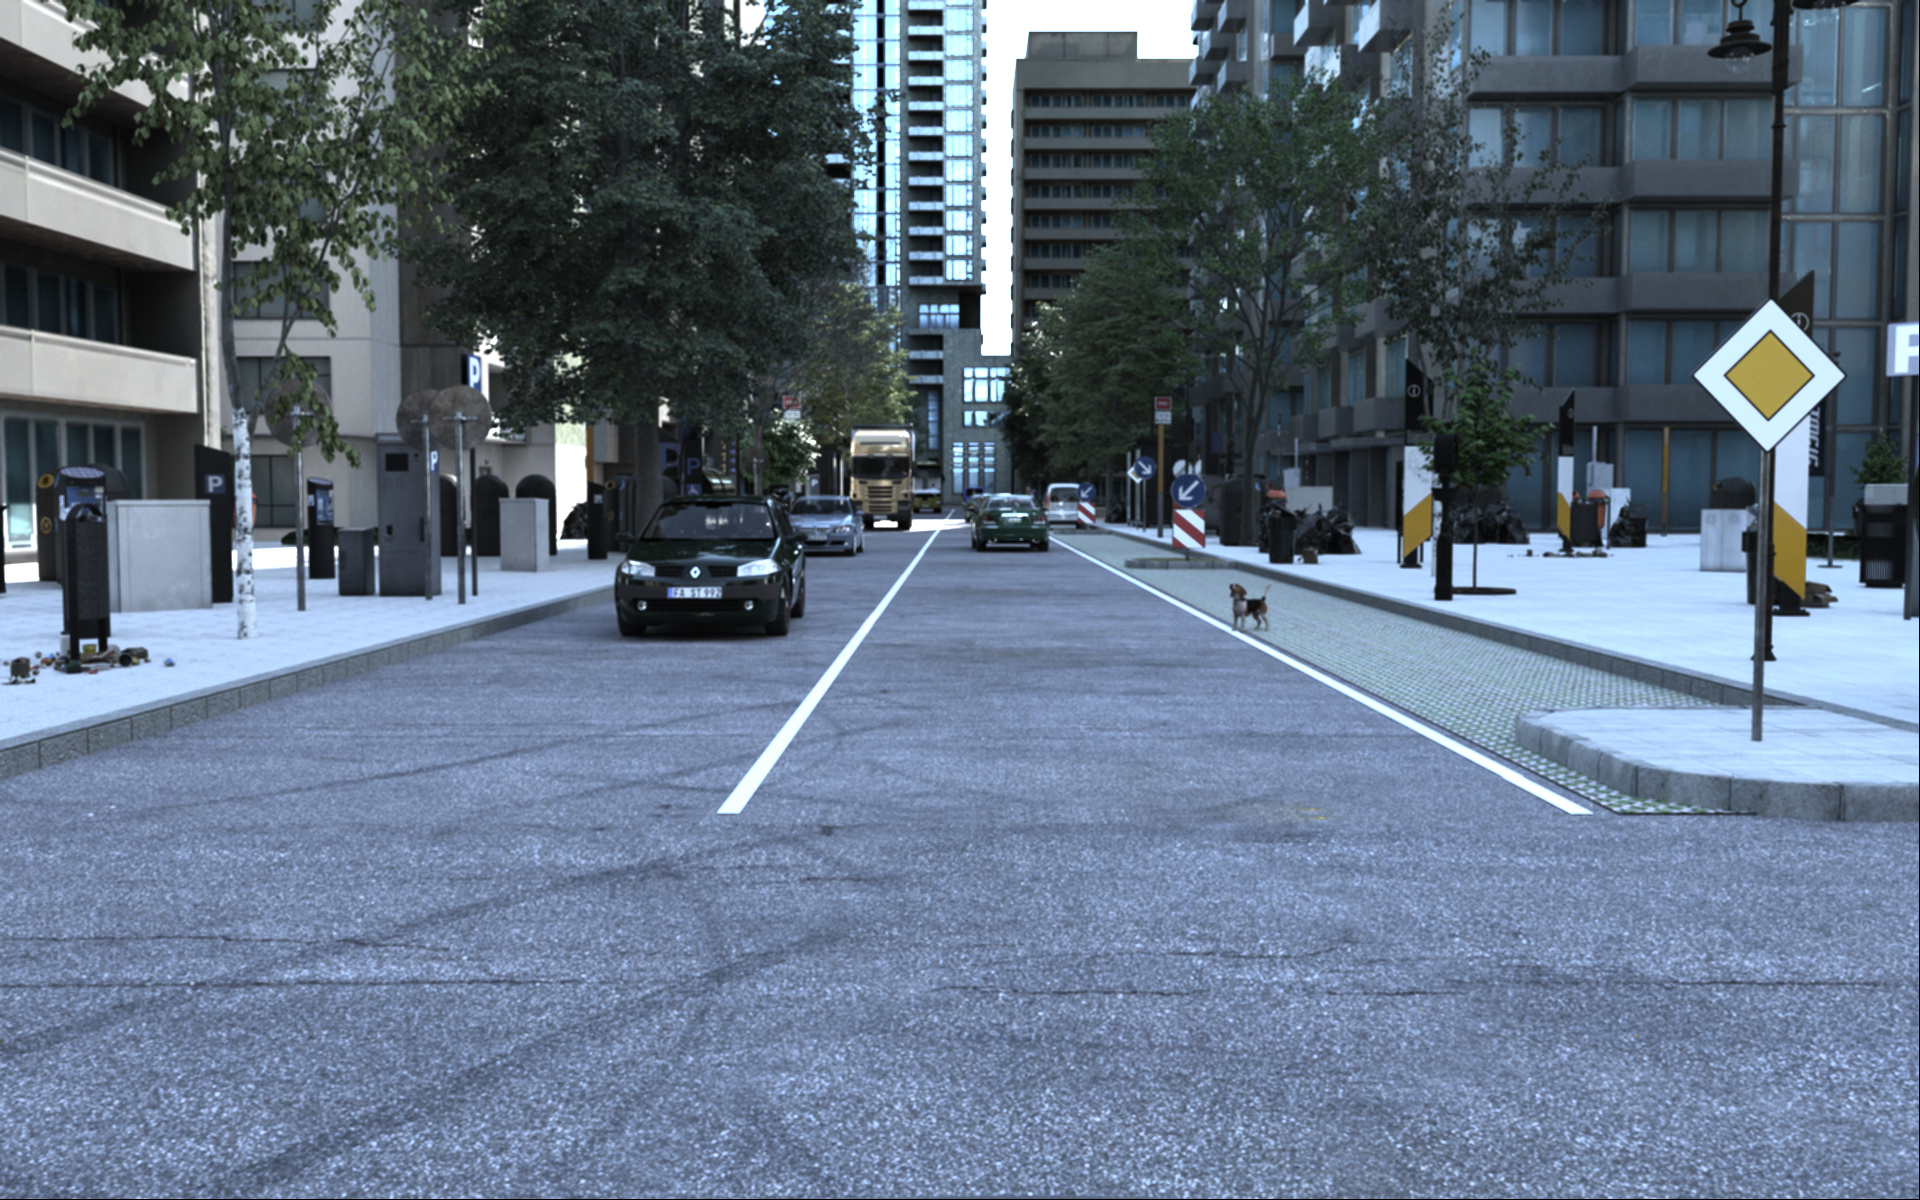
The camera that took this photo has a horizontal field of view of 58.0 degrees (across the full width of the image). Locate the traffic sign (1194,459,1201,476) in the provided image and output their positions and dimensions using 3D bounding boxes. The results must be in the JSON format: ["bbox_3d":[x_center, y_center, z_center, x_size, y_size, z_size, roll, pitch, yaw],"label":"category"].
[{"bbox_3d":[8.781,-3.801,62.255,0.768,2.556,0.104,0,4,1],"label":"traffic sign"}]

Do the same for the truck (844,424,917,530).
[{"bbox_3d":[-3.151,-5.056,71.584,2.839,4.237,11.283,0,4,-1],"label":"truck"}]

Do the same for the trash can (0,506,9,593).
[{"bbox_3d":[-12.108,-0.591,21.320,0.748,1.137,0.748,0,3,0],"label":"trash can"}]

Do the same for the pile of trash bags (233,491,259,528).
[{"bbox_3d":[-18.097,-1.864,40.237,3.447,1.369,1.912,-3,4,-38],"label":"pile of trash bags"}]

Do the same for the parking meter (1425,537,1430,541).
[{"bbox_3d":[12.621,-2.368,47.131,0.372,1.533,0.369,0,3,0],"label":"parking meter"}]

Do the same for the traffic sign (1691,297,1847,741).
[{"bbox_3d":[4.140,-0.324,8.943,0.795,2.450,0.064,0,4,0],"label":"traffic sign"}]

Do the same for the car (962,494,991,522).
[{"bbox_3d":[1.189,-4.740,89.290,2.131,1.459,4.920,0,4,-1],"label":"car"}]

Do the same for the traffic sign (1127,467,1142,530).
[{"bbox_3d":[6.329,-3.703,61.729,0.795,2.450,0.064,0,4,8],"label":"traffic sign"}]

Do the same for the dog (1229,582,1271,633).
[{"bbox_3d":[3.025,0.076,18.041,0.406,0.507,0.540,1,4,12],"label":"dog"}]

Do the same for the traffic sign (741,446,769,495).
[{"bbox_3d":[-5.484,-2.825,46.290,0.768,2.556,0.104,0,4,7],"label":"traffic sign"}]

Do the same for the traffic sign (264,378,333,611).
[{"bbox_3d":[-7.240,-1.154,18.967,0.768,2.556,0.104,0,4,4],"label":"traffic sign"}]

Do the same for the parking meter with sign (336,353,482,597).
[{"bbox_3d":[-6.949,-1.562,21.805,1.738,3.016,0.543,0,4,2],"label":"parking meter with sign"}]

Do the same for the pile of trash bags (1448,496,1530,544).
[{"bbox_3d":[14.316,-2.154,44.972,3.447,1.369,1.912,1,4,12],"label":"pile of trash bags"}]

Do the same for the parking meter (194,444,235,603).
[{"bbox_3d":[-8.784,-0.900,20.431,0.399,1.863,0.255,-2,4,-33],"label":"parking meter"}]

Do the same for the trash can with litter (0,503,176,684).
[{"bbox_3d":[-6.675,-0.100,12.696,1.678,1.210,2.233,0,4,-4],"label":"trash can with litter"}]

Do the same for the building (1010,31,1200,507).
[{"bbox_3d":[16.101,-34.375,185.731,21.600,48.544,21.300,0,4,0],"label":"building"}]

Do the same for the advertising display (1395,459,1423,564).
[{"bbox_3d":[8.387,-1.650,32.187,0.123,1.923,0.974,3,5,43],"label":"advertising display"}]

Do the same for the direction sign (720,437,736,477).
[{"bbox_3d":[-9.288,-4.738,69.464,0.876,3.537,0.379,3,5,40],"label":"direction sign"}]

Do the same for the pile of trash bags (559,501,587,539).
[{"bbox_3d":[-10.208,-2.496,50.564,1.912,1.369,3.447,1,4,14],"label":"pile of trash bags"}]

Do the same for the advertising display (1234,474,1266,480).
[{"bbox_3d":[9.610,-3.177,57.155,0.974,1.923,0.123,2,4,31],"label":"advertising display"}]

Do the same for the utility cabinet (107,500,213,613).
[{"bbox_3d":[-8.828,-0.486,19.109,0.306,1.237,1.020,3,5,43],"label":"utility cabinet"}]

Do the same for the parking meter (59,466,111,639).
[{"bbox_3d":[-7.807,-0.431,15.451,0.372,1.533,0.369,0,3,0],"label":"parking meter"}]

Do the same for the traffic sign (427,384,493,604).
[{"bbox_3d":[-5.815,-1.225,20.141,0.768,2.556,0.104,0,4,3],"label":"traffic sign"}]

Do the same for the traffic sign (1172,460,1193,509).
[{"bbox_3d":[8.244,-3.918,64.159,0.768,2.556,0.104,0,4,1],"label":"traffic sign"}]

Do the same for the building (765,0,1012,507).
[{"bbox_3d":[-10.201,-53.296,184.067,31.000,86.520,22.319,0,4,0],"label":"building"}]

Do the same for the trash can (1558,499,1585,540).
[{"bbox_3d":[17.203,-2.273,48.823,0.748,1.137,0.748,0,3,0],"label":"trash can"}]

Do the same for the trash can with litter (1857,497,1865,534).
[{"bbox_3d":[22.654,-2.003,43.801,1.678,1.210,2.233,-2,4,-30],"label":"trash can with litter"}]

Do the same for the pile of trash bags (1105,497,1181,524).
[{"bbox_3d":[8.065,-4.048,75.942,3.447,1.369,1.912,1,4,9],"label":"pile of trash bags"}]

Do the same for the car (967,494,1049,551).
[{"bbox_3d":[1.266,-2.013,44.709,2.131,1.459,4.920,0,4,-2],"label":"car"}]

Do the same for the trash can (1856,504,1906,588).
[{"bbox_3d":[12.699,-0.741,23.768,0.748,1.137,0.748,0,3,0],"label":"trash can"}]

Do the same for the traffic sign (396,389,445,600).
[{"bbox_3d":[-6.446,-1.275,20.947,0.768,2.556,0.104,0,4,5],"label":"traffic sign"}]

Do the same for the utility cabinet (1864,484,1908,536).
[{"bbox_3d":[20.508,-1.793,37.999,1.173,1.500,0.318,3,4,38],"label":"utility cabinet"}]

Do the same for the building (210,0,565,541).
[{"bbox_3d":[-19.842,-22.538,52.094,14.154,41.232,14.086,0,4,0],"label":"building"}]

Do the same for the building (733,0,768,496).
[{"bbox_3d":[-21.057,-28.699,119.335,14.600,45.320,14.200,0,4,0],"label":"building"}]

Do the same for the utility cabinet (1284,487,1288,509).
[{"bbox_3d":[10.986,-2.910,56.256,1.173,1.500,0.318,2,4,24],"label":"utility cabinet"}]

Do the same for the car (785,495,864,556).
[{"bbox_3d":[-3.258,-1.799,41.408,2.014,1.417,4.499,0,4,1],"label":"car"}]

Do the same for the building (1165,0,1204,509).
[{"bbox_3d":[26.598,-50.287,134.870,22.319,86.520,31.000,0,4,0],"label":"building"}]

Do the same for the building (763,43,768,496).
[{"bbox_3d":[-29.097,-29.719,140.527,28.867,44.769,22.147,0,4,0],"label":"building"}]

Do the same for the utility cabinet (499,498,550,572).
[{"bbox_3d":[-7.232,-1.077,28.774,1.020,1.237,0.306,3,5,41],"label":"utility cabinet"}]

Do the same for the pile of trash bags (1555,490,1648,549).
[{"bbox_3d":[15.550,-1.958,41.763,1.912,1.369,3.447,2,4,26],"label":"pile of trash bags"}]

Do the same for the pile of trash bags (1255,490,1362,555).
[{"bbox_3d":[7.404,-1.731,38.060,1.912,1.369,3.447,-1,4,-10],"label":"pile of trash bags"}]

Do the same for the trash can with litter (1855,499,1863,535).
[{"bbox_3d":[24.521,-2.199,47.342,0.624,1.170,1.055,0,4,-5],"label":"trash can with litter"}]

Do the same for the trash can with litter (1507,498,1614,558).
[{"bbox_3d":[12.358,-1.495,35.501,2.233,1.210,1.678,1,4,10],"label":"trash can with litter"}]

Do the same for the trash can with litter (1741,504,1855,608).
[{"bbox_3d":[9.565,-0.522,19.926,0.624,1.170,1.055,-2,4,-35],"label":"trash can with litter"}]

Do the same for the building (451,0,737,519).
[{"bbox_3d":[-21.467,-25.786,105.197,14.154,41.232,14.086,0,4,0],"label":"building"}]

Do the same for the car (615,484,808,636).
[{"bbox_3d":[-2.621,-0.548,18.750,2.009,1.686,4.222,0,4,-2],"label":"car"}]

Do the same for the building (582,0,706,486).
[{"bbox_3d":[-21.488,-19.537,91.127,14.160,30.474,14.107,0,4,0],"label":"building"}]

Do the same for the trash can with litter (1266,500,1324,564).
[{"bbox_3d":[6.196,-1.263,32.037,1.055,1.170,0.624,1,4,9],"label":"trash can with litter"}]

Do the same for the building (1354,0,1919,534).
[{"bbox_3d":[25.774,-27.432,68.115,23.786,49.044,30.456,0,4,0],"label":"building"}]

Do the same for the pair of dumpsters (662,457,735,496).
[{"bbox_3d":[-6.799,-2.562,44.377,1.574,2.255,4.437,0,4,0],"label":"pair of dumpsters"}]

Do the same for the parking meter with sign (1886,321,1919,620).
[{"bbox_3d":[10.308,-1.335,18.091,1.738,3.016,0.543,-3,4,-39],"label":"parking meter with sign"}]

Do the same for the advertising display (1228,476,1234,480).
[{"bbox_3d":[10.025,-3.459,61.768,0.974,1.923,0.123,1,4,10],"label":"advertising display"}]

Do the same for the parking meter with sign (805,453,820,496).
[{"bbox_3d":[-5.758,-4.348,67.355,0.543,3.016,1.738,-1,4,-19],"label":"parking meter with sign"}]

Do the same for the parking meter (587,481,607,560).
[{"bbox_3d":[-7.137,-1.569,34.069,0.372,1.533,0.369,0,3,0],"label":"parking meter"}]

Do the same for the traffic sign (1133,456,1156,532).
[{"bbox_3d":[6.226,-3.567,58.421,0.768,2.556,0.104,0,4,3],"label":"traffic sign"}]

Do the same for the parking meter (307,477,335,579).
[{"bbox_3d":[-9.689,-1.092,26.264,0.372,1.533,0.369,0,3,0],"label":"parking meter"}]

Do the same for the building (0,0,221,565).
[{"bbox_3d":[-26.850,-24.611,26.097,21.300,48.544,21.600,0,4,0],"label":"building"}]

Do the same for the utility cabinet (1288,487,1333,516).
[{"bbox_3d":[10.377,-2.594,51.093,1.173,1.500,0.318,1,4,15],"label":"utility cabinet"}]

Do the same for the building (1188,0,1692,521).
[{"bbox_3d":[26.054,-29.709,105.345,23.786,49.044,30.456,0,4,0],"label":"building"}]

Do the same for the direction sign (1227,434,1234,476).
[{"bbox_3d":[10.212,-4.493,65.464,0.379,3.537,0.876,0,4,-6],"label":"direction sign"}]
